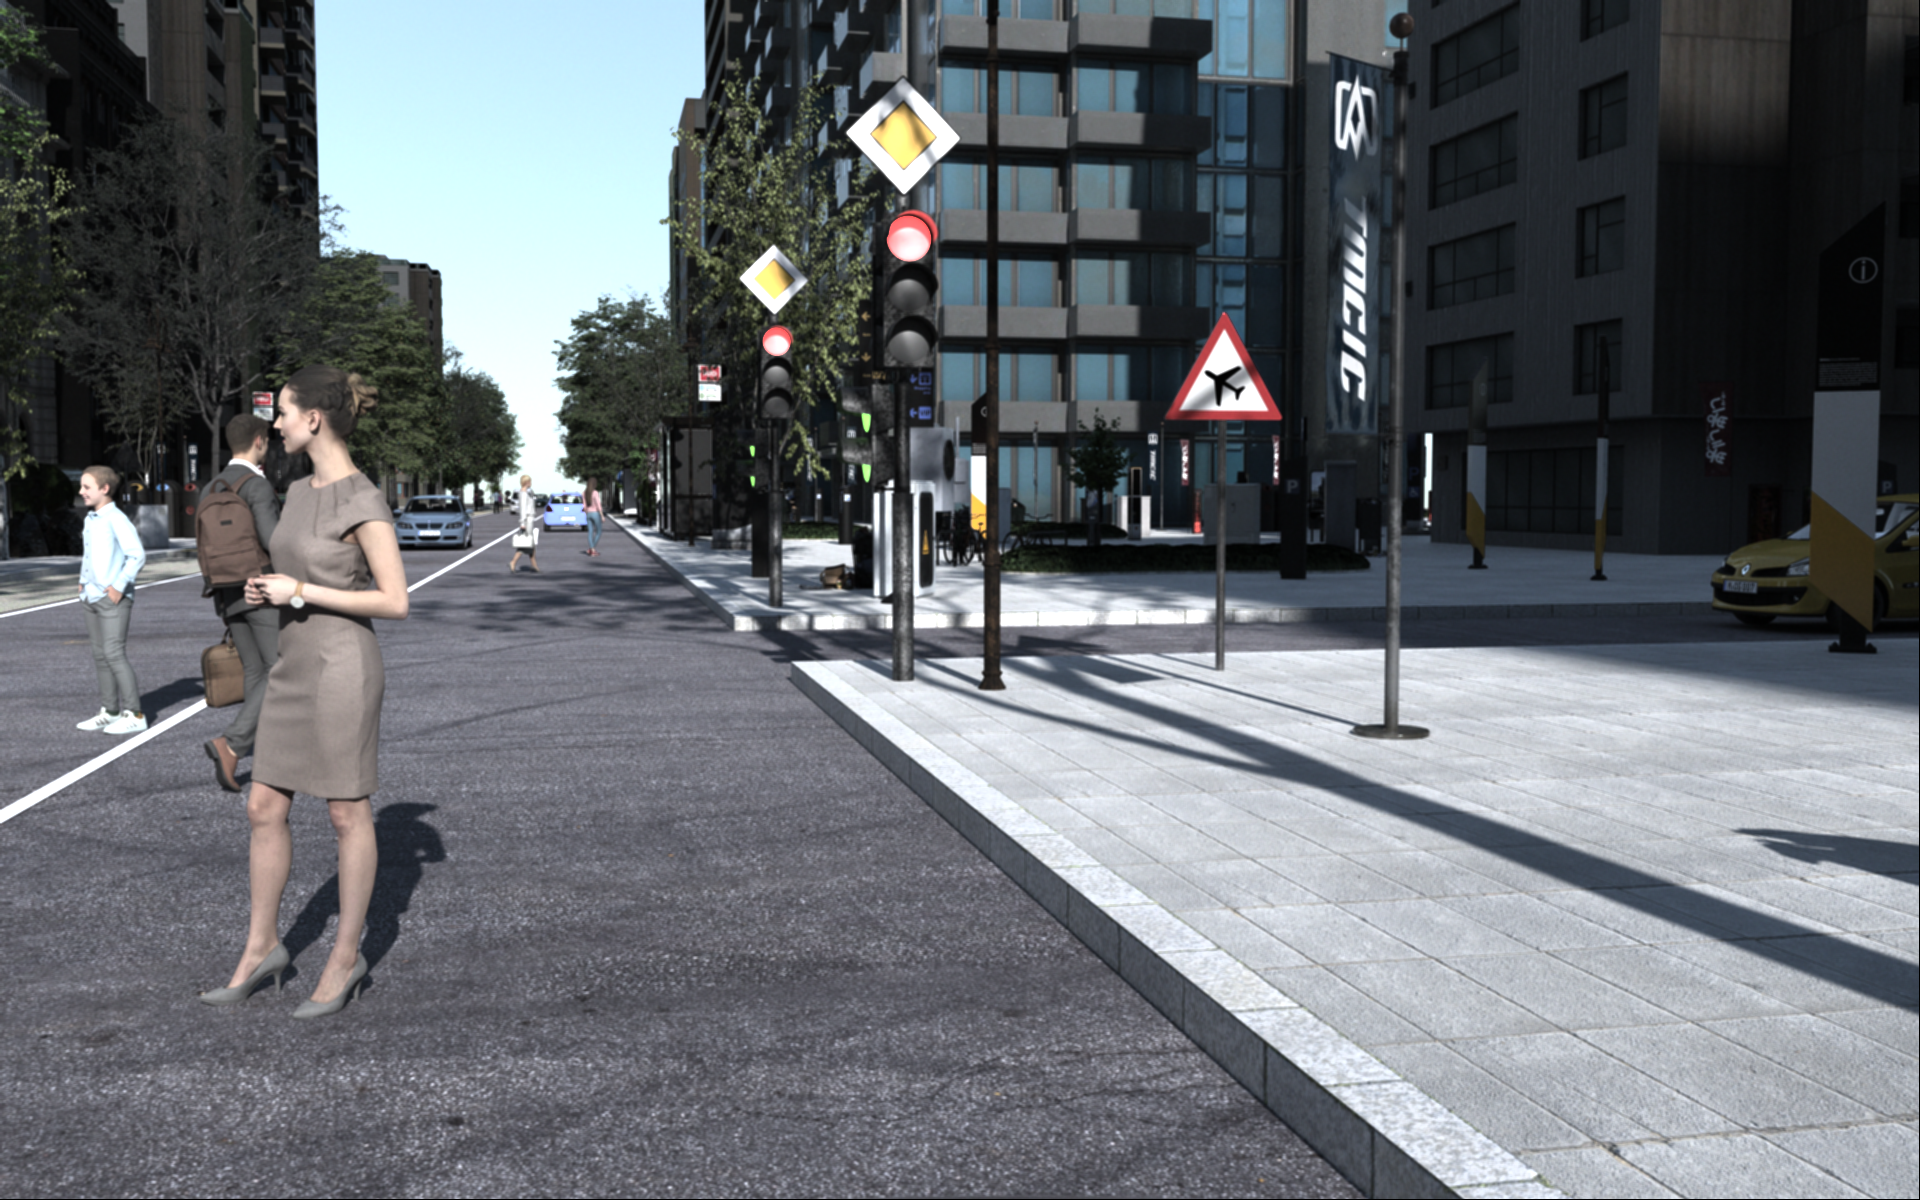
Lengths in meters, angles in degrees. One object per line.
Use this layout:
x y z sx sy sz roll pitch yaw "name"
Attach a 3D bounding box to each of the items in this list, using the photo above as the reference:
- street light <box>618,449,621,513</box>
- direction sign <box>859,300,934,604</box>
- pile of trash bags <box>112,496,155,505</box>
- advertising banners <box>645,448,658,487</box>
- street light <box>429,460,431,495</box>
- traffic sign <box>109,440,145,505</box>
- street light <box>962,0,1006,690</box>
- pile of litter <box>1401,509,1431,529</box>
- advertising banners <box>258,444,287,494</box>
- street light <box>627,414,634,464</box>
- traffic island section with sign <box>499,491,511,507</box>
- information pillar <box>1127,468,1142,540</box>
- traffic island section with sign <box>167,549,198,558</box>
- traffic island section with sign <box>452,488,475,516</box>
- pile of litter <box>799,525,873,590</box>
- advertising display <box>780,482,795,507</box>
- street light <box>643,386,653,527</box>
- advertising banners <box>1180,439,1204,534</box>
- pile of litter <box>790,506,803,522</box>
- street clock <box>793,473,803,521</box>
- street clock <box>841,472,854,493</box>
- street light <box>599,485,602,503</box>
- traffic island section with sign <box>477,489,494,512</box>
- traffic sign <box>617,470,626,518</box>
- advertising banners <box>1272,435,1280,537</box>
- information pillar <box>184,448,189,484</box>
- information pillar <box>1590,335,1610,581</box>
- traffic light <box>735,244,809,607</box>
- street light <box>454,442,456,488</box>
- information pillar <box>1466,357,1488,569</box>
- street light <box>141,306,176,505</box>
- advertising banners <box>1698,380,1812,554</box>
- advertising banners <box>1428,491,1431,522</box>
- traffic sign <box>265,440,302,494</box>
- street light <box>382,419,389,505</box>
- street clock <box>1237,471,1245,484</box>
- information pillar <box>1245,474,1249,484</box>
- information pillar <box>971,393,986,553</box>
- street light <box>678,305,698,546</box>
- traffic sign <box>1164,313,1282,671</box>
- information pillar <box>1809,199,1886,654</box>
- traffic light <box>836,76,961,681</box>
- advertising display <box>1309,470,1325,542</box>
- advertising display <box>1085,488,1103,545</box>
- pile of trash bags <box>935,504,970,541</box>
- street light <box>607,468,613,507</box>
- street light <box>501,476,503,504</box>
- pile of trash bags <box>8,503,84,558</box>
-23.052 -8.823 117.049 0.468 5.910 1.993 -1 4 -12 "street light"
-0.743 -1.731 20.300 0.876 3.537 0.379 0 4 -5 "direction sign"
-21.611 -2.118 44.387 1.912 1.369 3.447 -1 4 -15 "pile of trash bags"
-11.051 -4.274 66.063 2.074 3.025 0.090 1 4 17 "advertising banners"
-35.809 -8.817 116.944 0.468 5.910 1.993 -1 4 -12 "street light"
-20.010 -2.542 41.562 0.884 2.594 0.081 0 4 -7 "traffic sign"
0.211 -2.351 11.228 0.468 5.910 1.993 -1 4 -12 "street light"
15.852 -2.835 60.313 1.176 0.858 1.719 -2 4 -34 "pile of litter"
-25.613 -4.176 64.465 2.074 3.025 0.090 0 4 4 "advertising banners"
-17.647 -7.328 92.600 0.468 5.910 1.993 -1 4 -12 "street light"
-50.984 -11.436 195.608 1.989 1.847 2.006 -1 4 -12 "traffic island section with sign"
4.842 -2.665 48.059 0.304 2.012 0.304 -1 4 -17 "information pillar"
-16.852 -1.891 39.539 1.989 1.847 2.006 -1 4 -12 "traffic island section with sign"
-33.427 -6.526 115.330 1.989 1.847 2.006 -1 4 -12 "traffic island section with sign"
-1.414 -0.599 23.753 1.719 0.858 1.176 -1 4 -13 "pile of litter"
-9.242 -5.347 92.634 0.974 1.923 0.123 -3 5 -40 "advertising display"
-12.121 -5.801 67.636 0.468 5.910 1.993 -1 4 -12 "street light"
7.655 -3.643 55.748 0.090 3.025 2.074 3 5 42 "advertising banners"
-5.852 -2.972 62.555 1.719 0.858 1.176 -1 4 -23 "pile of litter"
-5.445 -3.280 58.204 0.358 2.002 0.471 0 4 -5 "street clock"
-3.733 -3.269 58.018 0.471 2.002 0.358 2 4 32 "street clock"
-40.527 -13.724 197.173 0.468 5.910 1.993 -1 4 -12 "street light"
-39.194 -8.137 141.664 1.989 1.847 2.006 -1 4 -12 "traffic island section with sign"
-17.688 -5.581 91.358 0.768 2.556 0.104 0 4 -3 "traffic sign"
9.779 -3.408 51.901 0.090 3.025 2.074 2 4 35 "advertising banners"
-36.773 -5.570 82.418 0.504 3.616 0.183 3 5 42 "information pillar"
9.573 -2.107 25.811 0.183 3.616 0.504 2 4 29 "information pillar"
-2.117 -1.877 19.616 0.839 4.253 0.868 -1 4 -12 "traffic light"
-41.333 -10.338 141.815 0.468 5.910 1.993 -1 4 -12 "street light"
8.846 -2.340 29.617 0.504 3.616 0.183 -3 5 -43 "information pillar"
-19.682 -4.274 42.660 0.468 5.910 1.993 -1 4 -12 "street light"
12.419 -1.861 26.622 2.074 3.025 0.090 1 4 15 "advertising banners"
21.797 -5.097 79.516 2.074 3.025 0.090 1 4 21 "advertising banners"
-25.925 -4.361 65.169 2.265 3.308 0.079 0 4 -6 "traffic sign"
-30.433 -7.294 92.040 0.468 5.910 1.993 -1 4 -12 "street light"
9.002 -3.114 55.479 0.358 2.002 0.471 0 4 4 "street clock"
10.376 -3.590 63.194 0.304 2.012 0.304 1 4 16 "information pillar"
0.500 -2.833 37.668 0.504 3.616 0.183 0 4 5 "information pillar"
-6.608 -4.261 42.451 0.468 5.910 1.993 -1 4 -12 "street light"
1.889 -0.765 12.517 0.884 2.594 0.081 -1 4 -11 "traffic sign"
7.162 -1.383 13.970 0.504 3.616 0.183 2 4 24 "information pillar"
-0.410 -1.400 11.814 0.839 4.253 0.868 -1 4 -12 "traffic light"
9.797 -2.505 46.176 0.974 1.923 0.123 2 4 32 "advertising display"
3.231 -2.235 41.761 0.123 1.923 0.974 -1 4 -14 "advertising display"
0.210 -2.324 47.743 1.912 1.369 3.447 -1 4 -19 "pile of trash bags"
-28.479 -10.346 141.941 0.468 5.910 1.993 -1 4 -12 "street light"
-59.051 -15.314 223.173 0.468 5.910 1.993 -1 4 -12 "street light"
-19.807 -1.631 36.412 3.447 1.369 1.912 3 5 40 "pile of trash bags"
